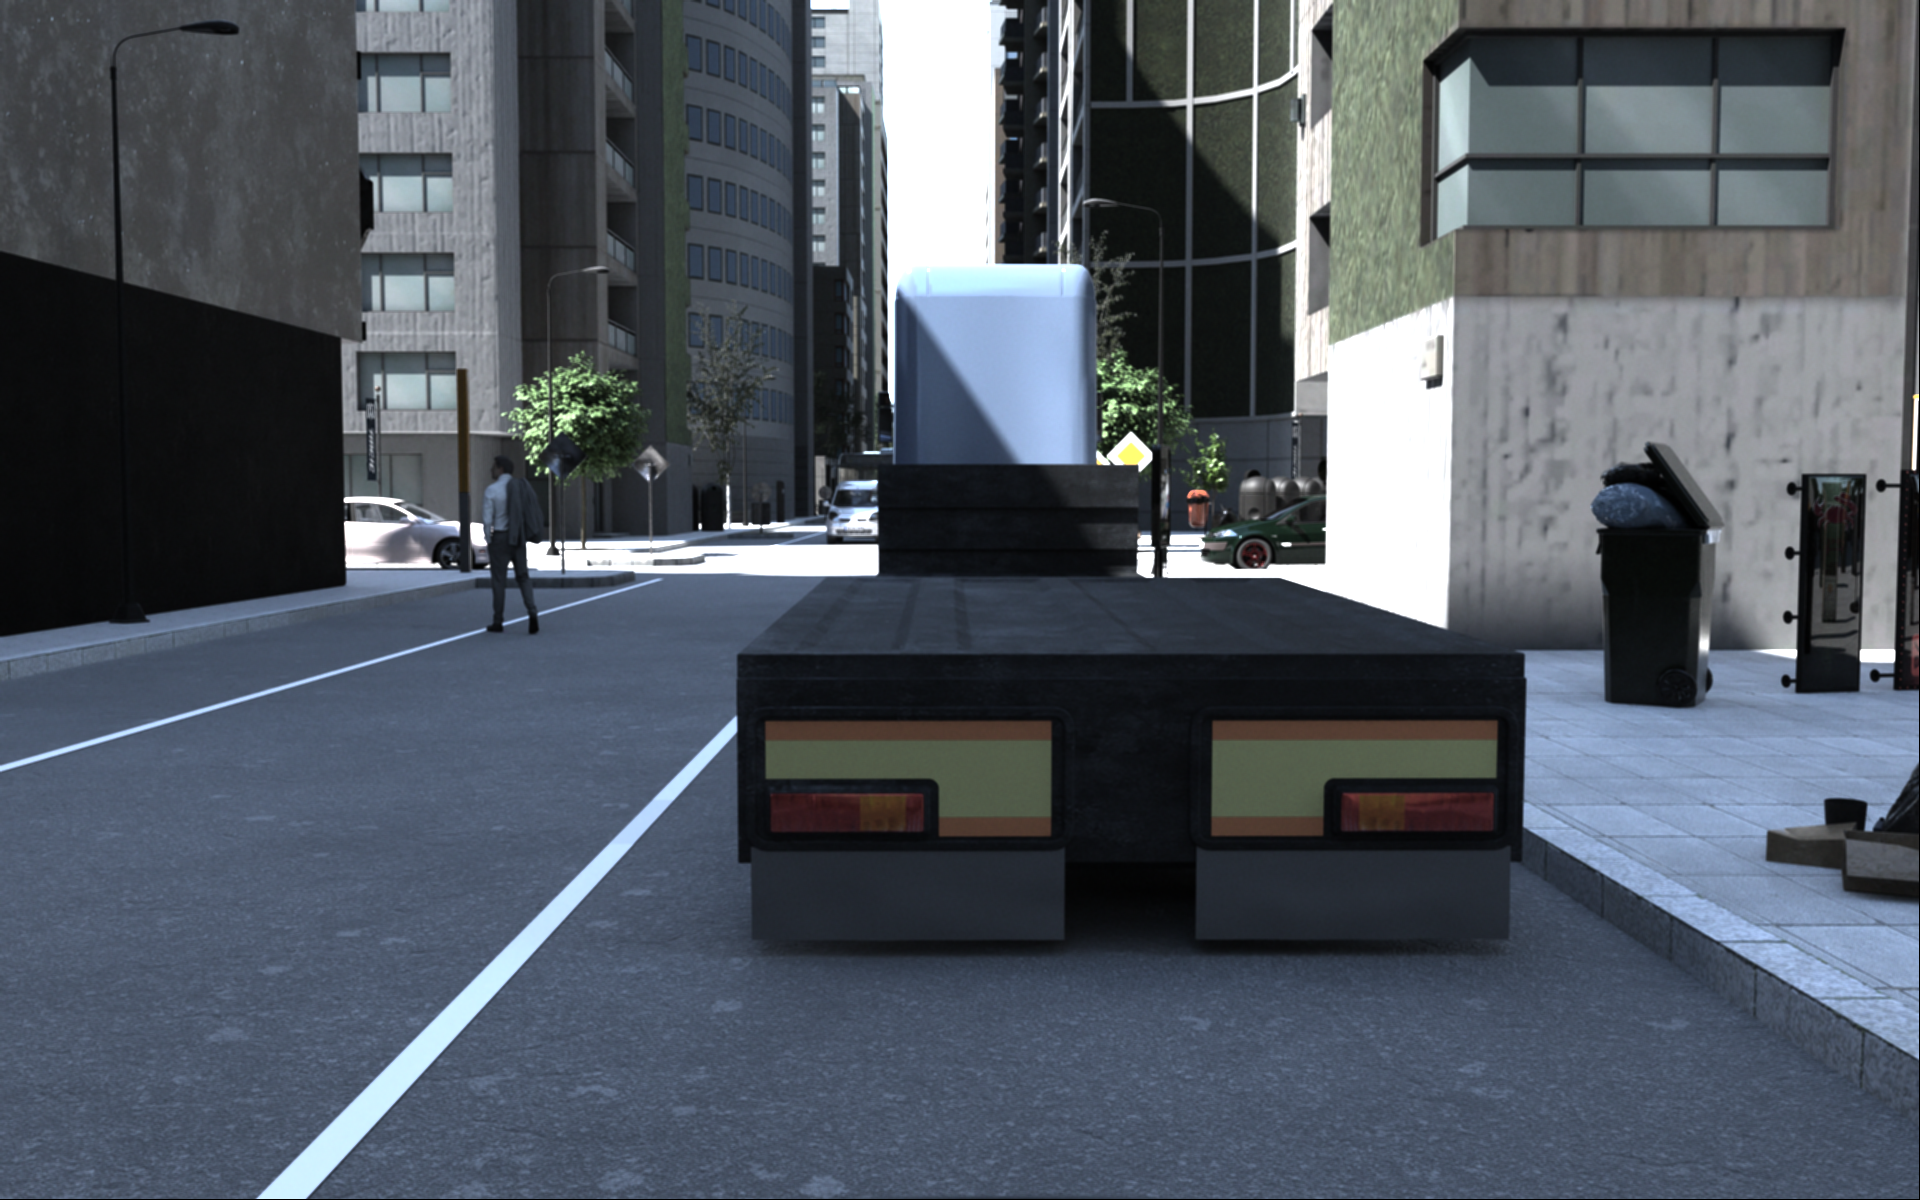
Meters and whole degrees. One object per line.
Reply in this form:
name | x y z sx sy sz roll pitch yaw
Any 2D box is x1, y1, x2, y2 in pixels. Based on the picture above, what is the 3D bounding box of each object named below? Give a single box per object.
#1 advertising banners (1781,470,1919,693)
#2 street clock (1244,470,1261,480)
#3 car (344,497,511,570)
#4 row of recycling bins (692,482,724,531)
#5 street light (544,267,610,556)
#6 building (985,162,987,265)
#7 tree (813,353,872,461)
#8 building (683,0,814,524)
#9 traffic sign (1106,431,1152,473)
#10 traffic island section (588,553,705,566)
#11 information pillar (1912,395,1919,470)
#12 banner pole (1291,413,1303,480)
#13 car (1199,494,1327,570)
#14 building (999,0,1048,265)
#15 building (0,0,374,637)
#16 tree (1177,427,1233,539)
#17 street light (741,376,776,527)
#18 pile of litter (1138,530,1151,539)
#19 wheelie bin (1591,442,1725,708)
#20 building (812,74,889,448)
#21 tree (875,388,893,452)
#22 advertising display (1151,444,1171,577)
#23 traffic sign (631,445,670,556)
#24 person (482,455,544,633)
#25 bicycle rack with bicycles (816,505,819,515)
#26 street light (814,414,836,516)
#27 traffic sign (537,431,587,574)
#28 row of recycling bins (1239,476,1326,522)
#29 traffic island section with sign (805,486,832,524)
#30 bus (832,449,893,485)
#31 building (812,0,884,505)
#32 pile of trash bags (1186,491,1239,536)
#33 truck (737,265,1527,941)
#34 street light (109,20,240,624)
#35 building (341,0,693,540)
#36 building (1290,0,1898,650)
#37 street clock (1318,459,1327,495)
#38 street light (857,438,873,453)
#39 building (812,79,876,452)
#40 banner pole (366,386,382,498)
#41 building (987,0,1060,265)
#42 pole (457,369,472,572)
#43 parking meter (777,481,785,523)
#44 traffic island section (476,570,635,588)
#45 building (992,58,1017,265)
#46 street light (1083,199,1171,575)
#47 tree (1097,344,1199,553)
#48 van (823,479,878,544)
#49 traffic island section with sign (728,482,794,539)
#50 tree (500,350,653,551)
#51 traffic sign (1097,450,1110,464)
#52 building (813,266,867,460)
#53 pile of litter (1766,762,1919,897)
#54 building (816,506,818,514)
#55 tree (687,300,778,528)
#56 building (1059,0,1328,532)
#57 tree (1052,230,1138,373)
advertising banners | 6.322 -0.923 11.281 2.074 3.025 0.090 -1 4 -13
street clock | 8.709 -2.879 51.648 0.471 2.002 0.358 -1 4 -22
car | -10.765 -1.236 32.575 4.827 1.381 2.083 0 4 -2
row of recycling bins | -9.920 -3.235 60.010 3.534 1.692 1.069 0 4 4
street light | -7.867 -3.856 35.590 1.470 5.913 1.316 0 3 0
building | 14.133 -37.338 234.181 21.300 48.544 21.600 0 3 0
tree | -9.595 -10.538 106.710 8.767 10.594 7.601 0 4 -7
building | -18.946 -33.206 84.923 21.231 58.520 28.212 0 3 0
traffic sign | 2.730 -1.473 27.733 0.795 2.450 0.064 0 3 0
traffic island section | -6.401 -0.826 35.784 2.009 0.180 2.903 0 3 0
information pillar | 7.284 -0.511 12.852 0.304 2.012 0.304 -2 4 -23
banner pole | 10.377 -3.874 53.354 0.401 3.779 0.863 2 4 35
car | 6.567 -1.367 32.143 4.222 1.686 2.009 0 4 1
building | 14.069 -28.974 128.352 22.147 44.769 28.867 0 3 0
building | -16.958 -9.242 18.566 16.811 18.784 16.820 0 3 0
tree | 7.365 -3.381 49.874 1.663 3.219 1.824 0 3 0
street light | -7.949 -5.861 68.369 1.470 5.913 1.316 0 3 0
pile of litter | 4.663 -2.160 49.289 1.719 0.858 1.176 1 4 14
wheelie bin | 4.285 -0.169 10.677 0.693 1.594 0.980 2 4 31
building | -19.480 -35.520 204.456 21.300 48.544 21.600 0 3 0
tree | -9.314 -16.531 187.290 9.611 12.733 9.660 0 3 0
advertising display | 2.656 -1.080 22.879 0.123 1.923 0.974 1 4 15
traffic sign | -6.378 -1.962 35.723 0.795 2.450 0.064 0 3 0
person | -4.612 -0.568 17.882 0.679 1.850 0.850 -3 5 -43
bicycle rack with bicycles | -9.522 -5.534 103.857 2.852 0.926 2.925 3 5 42
street light | -7.927 -7.845 100.802 1.470 5.913 1.316 0 3 0
traffic sign | -6.364 -1.474 27.738 0.795 2.450 0.064 0 3 0
row of recycling bins | 7.848 -2.081 41.140 1.069 1.692 3.534 3 5 42
traffic island section with sign | -6.501 -4.629 84.309 1.989 1.847 2.006 0 3 0
bus | -3.285 -4.638 70.685 2.948 3.499 13.247 0 4 0
building | -19.325 -49.984 255.484 20.563 71.187 20.611 0 3 0
pile of trash bags | 7.155 -2.135 44.663 3.447 1.369 1.912 -3 4 -38
truck | 0.457 -1.517 14.568 2.967 4.110 18.799 0 4 0
street light | -7.764 -2.727 17.136 1.470 5.913 1.316 0 3 0
building | -16.034 -22.436 50.416 14.154 41.232 14.086 0 3 0
building | 11.015 -15.196 20.151 14.160 30.474 14.107 0 3 0
street clock | 7.586 -1.903 35.681 0.358 2.002 0.471 -1 4 -22
street light | -7.999 -10.526 144.647 1.470 5.913 1.316 0 3 0
building | -15.492 -29.554 166.809 14.154 41.232 14.086 0 3 0
banner pole | -13.530 -3.060 40.051 0.401 3.779 0.863 0 4 7
building | 13.783 -40.770 208.594 21.231 58.520 28.212 0 3 0
pole | -8.106 -2.109 28.324 0.158 3.312 0.155 0 3 0
parking meter | -7.975 -4.360 77.004 0.255 1.863 0.399 1 4 13
traffic island section | -6.388 -0.338 27.799 2.009 0.180 2.903 0 3 0
building | 10.315 -32.367 179.318 14.600 45.320 14.200 0 3 0
street light | 2.638 -3.358 27.439 1.470 5.913 1.316 0 3 0
tree | 3.552 -3.322 38.024 4.285 4.588 4.351 0 3 0
van | -2.965 -2.675 50.745 2.013 2.044 4.112 0 4 1
traffic island section with sign | -6.444 -2.916 56.309 1.989 1.847 2.006 0 3 0
tree | -8.699 -3.412 39.506 4.285 4.588 4.351 0 3 0
traffic sign | 2.716 -1.962 35.718 0.795 2.450 0.064 0 3 0
building | -22.447 -18.404 145.947 27.650 21.520 28.899 0 3 0
pile of litter | 3.396 0.513 5.576 1.176 0.858 1.719 0 4 -7
building | -18.899 -41.681 119.728 20.563 71.187 20.611 0 3 0
tree | -8.908 -6.999 64.796 4.360 8.622 3.978 0 3 0
building | 12.231 -38.171 62.346 20.563 71.187 20.611 0 3 0
tree | 3.111 -6.010 48.627 4.360 8.622 3.978 0 3 0
